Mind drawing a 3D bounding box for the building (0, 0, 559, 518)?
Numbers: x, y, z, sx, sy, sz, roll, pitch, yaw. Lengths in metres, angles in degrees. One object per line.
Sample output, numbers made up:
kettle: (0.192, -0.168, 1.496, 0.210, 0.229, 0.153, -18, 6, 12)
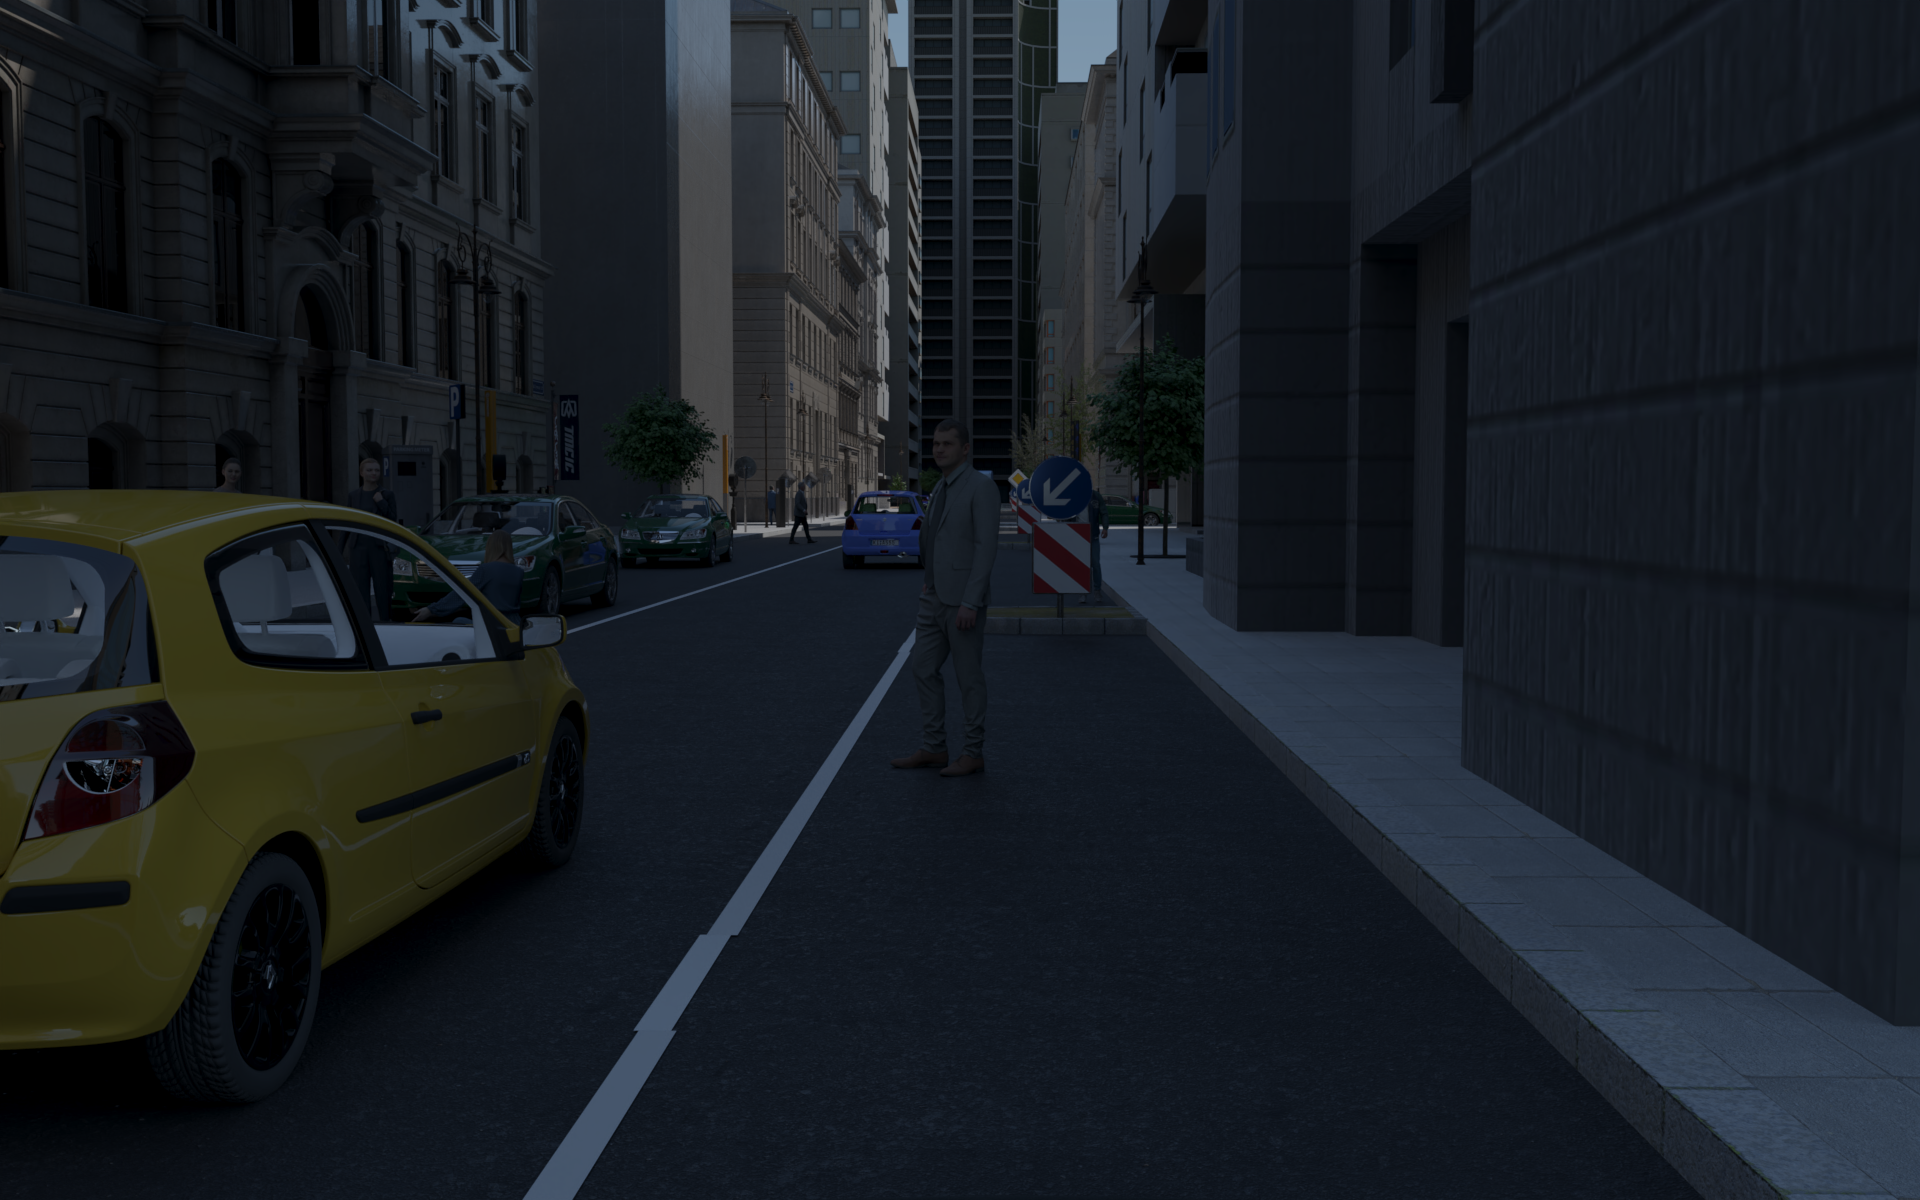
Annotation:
building: (-16.802, -12.881, 29.696, 14.460, 24.649, 34.723, 0, 4, 2)

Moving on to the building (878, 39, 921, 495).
building: (-15.720, -34.605, 189.500, 21.300, 48.544, 21.600, 0, 4, 2)

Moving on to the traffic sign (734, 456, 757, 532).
traffic sign: (-7.196, -3.544, 58.046, 0.768, 2.556, 0.104, 0, 4, 3)

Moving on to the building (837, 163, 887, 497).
building: (-13.282, -21.144, 133.087, 14.401, 28.519, 23.554, 0, 4, 2)

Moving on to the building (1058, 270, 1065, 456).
building: (13.156, -17.876, 141.419, 9.793, 20.994, 18.267, 0, 4, 2)

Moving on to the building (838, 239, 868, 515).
building: (-11.974, -15.127, 111.952, 10.561, 19.102, 19.286, 0, 4, 2)

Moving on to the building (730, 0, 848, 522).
building: (-13.080, -17.878, 89.569, 12.463, 27.353, 25.104, 0, 4, 2)

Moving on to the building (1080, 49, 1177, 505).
building: (15.851, -15.460, 81.650, 19.941, 23.489, 11.050, 0, 4, 2)

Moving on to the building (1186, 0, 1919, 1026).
building: (13.122, -28.995, 16.070, 21.231, 58.520, 28.212, 0, 4, 2)

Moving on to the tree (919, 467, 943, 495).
tree: (-3.455, -13.743, 208.415, 4.285, 4.588, 4.351, 0, 3, 0)

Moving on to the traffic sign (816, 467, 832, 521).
traffic sign: (-6.520, -5.062, 82.876, 0.768, 2.556, 0.104, 0, 4, 8)

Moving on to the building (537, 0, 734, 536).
building: (-23.651, -14.747, 60.186, 30.058, 24.678, 14.314, 0, 4, 2)

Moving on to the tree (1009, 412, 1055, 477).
tree: (6.494, -12.487, 154.523, 4.360, 8.622, 3.978, 0, 3, 0)

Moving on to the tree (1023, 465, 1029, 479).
tree: (7.099, -10.774, 159.873, 4.285, 4.588, 4.351, 0, 3, 0)

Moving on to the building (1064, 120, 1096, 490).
building: (17.132, -18.988, 114.975, 19.350, 26.468, 34.151, 0, 4, 2)

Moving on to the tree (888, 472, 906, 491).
tree: (-5.591, -9.642, 152.250, 1.663, 3.219, 1.824, 0, 3, 0)

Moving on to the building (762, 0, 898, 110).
building: (-20.904, -35.215, 165.003, 28.713, 52.752, 27.495, 0, 4, 2)

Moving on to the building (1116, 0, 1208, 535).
building: (18.979, -28.296, 51.886, 28.713, 52.752, 27.495, 0, 4, 2)

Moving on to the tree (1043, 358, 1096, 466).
tree: (6.384, -8.827, 94.684, 4.737, 8.622, 4.395, 0, 3, 0)

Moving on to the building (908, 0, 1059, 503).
building: (3.479, -49.293, 244.186, 20.611, 71.187, 20.563, 0, 4, 2)

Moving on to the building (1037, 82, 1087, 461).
building: (19.826, -35.285, 200.609, 21.300, 48.544, 21.600, 0, 4, 2)

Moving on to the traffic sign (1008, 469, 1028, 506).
traffic sign: (2.289, -3.955, 68.302, 0.795, 2.450, 0.064, 0, 4, 2)

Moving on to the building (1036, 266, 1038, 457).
building: (16.597, -27.362, 219.076, 14.160, 30.474, 14.107, 0, 4, 2)

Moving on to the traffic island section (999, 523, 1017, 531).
traffic island section: (2.312, -2.819, 68.379, 2.009, 0.180, 2.903, 0, 4, 2)

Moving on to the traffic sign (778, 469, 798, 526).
traffic sign: (-6.802, -3.971, 68.571, 0.795, 2.450, 0.064, 0, 4, 2)

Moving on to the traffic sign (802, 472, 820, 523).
traffic sign: (-6.583, -4.459, 76.553, 0.795, 2.450, 0.064, 0, 4, 2)

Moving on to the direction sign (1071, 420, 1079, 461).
direction sign: (3.540, -3.755, 53.395, 0.379, 3.537, 0.876, -1, 4, -12)

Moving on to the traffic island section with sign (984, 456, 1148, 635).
traffic island section with sign: (0.958, -0.612, 18.633, 1.989, 1.847, 2.006, 0, 4, 2)

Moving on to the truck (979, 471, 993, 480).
truck: (2.573, -12.476, 193.748, 2.967, 4.110, 18.799, 0, 4, 1)

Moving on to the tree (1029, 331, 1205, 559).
tree: (4.193, -3.130, 34.896, 4.285, 4.588, 4.351, 0, 3, 0)

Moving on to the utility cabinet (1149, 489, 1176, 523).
utility cabinet: (8.918, -4.139, 76.352, 1.173, 1.500, 0.318, -1, 4, -19)

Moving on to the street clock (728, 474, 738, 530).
street clock: (-8.033, -3.477, 61.417, 0.358, 2.002, 0.471, 1, 4, 12)

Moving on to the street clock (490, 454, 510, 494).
street clock: (-8.416, -1.658, 31.683, 0.358, 2.002, 0.471, -1, 4, -18)

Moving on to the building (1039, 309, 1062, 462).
building: (22.114, -20.251, 176.144, 27.650, 21.520, 28.899, 0, 4, 2)

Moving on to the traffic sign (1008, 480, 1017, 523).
traffic sign: (2.507, -4.443, 76.284, 0.795, 2.450, 0.064, 0, 4, 2)

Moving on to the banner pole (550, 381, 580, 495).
banner pole: (-8.802, -2.961, 38.430, 0.863, 3.779, 0.401, 1, 4, 15)
